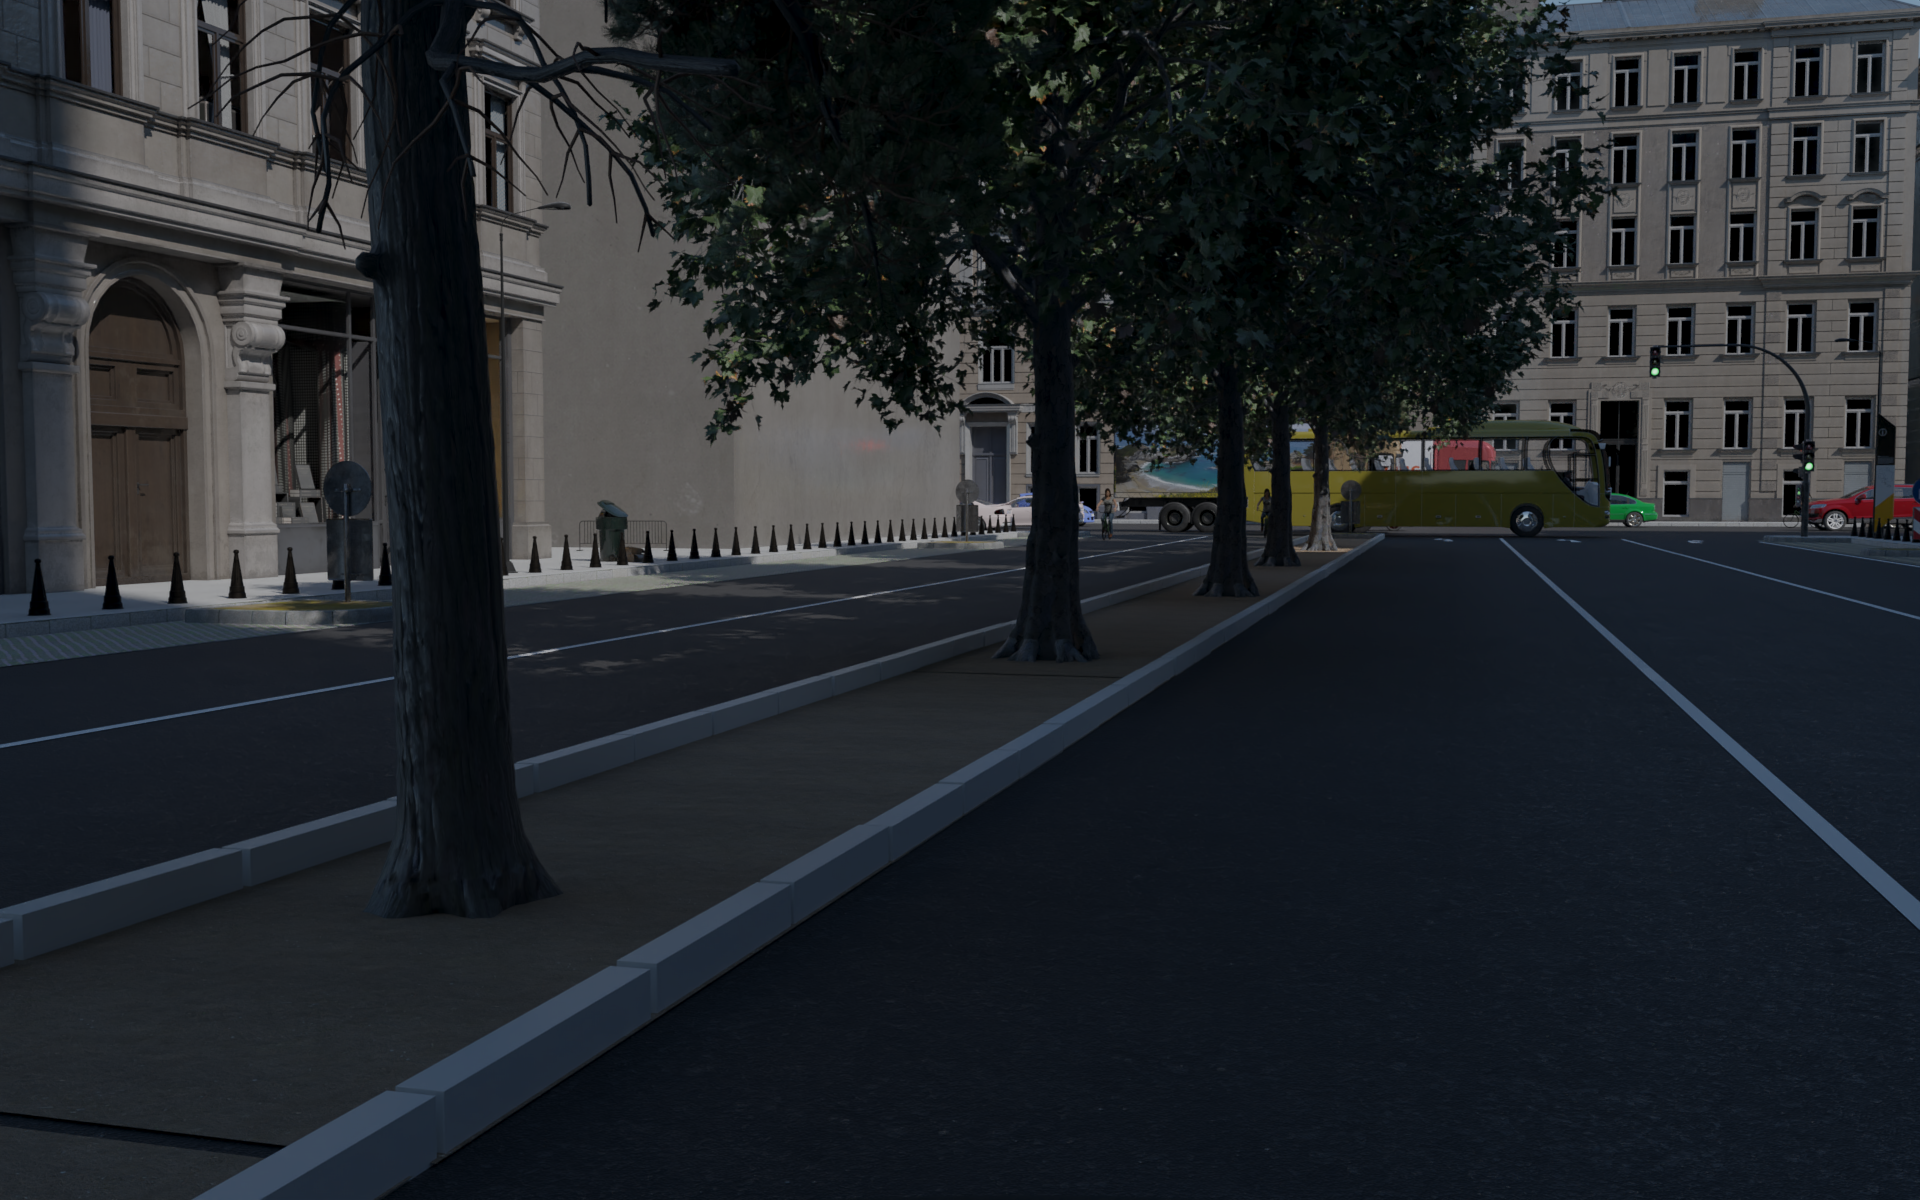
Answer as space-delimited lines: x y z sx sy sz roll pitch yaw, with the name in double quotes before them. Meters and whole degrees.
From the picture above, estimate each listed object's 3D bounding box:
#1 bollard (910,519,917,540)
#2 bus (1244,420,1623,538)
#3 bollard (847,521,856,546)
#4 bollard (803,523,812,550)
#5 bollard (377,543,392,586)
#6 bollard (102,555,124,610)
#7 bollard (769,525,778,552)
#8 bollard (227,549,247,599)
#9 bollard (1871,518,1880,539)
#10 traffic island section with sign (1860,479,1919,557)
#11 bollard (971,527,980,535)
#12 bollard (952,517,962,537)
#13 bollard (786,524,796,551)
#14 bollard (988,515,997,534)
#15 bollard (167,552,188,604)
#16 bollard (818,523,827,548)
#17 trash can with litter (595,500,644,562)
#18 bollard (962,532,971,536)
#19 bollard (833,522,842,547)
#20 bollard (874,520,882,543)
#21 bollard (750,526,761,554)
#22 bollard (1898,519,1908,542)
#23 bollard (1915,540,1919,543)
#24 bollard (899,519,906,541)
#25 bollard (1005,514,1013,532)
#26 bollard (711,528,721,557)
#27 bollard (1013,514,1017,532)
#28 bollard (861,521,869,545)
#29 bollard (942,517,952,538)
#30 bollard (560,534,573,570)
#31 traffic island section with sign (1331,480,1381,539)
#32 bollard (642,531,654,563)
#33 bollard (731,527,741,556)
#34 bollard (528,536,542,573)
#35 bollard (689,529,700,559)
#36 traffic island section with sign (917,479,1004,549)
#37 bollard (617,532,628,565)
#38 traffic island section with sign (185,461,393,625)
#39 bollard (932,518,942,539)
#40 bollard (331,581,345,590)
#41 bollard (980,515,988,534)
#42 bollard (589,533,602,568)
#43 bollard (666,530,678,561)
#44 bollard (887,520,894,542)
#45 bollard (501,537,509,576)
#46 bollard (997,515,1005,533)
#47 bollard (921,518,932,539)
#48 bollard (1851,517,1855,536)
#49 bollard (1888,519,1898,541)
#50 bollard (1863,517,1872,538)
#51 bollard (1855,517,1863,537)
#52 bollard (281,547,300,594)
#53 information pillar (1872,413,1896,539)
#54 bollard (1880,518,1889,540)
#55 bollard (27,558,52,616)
"bollard" -1.292 -1.960 48.081 0.229 0.601 0.229 0 3 0
"bus" 15.866 -4.121 58.925 12.252 3.916 2.896 1 4 16
"bollard" -2.700 -1.655 43.109 0.229 0.601 0.229 0 3 0
"bollard" -3.543 -1.474 40.144 0.229 0.601 0.229 0 3 0
"bollard" -8.051 -0.503 24.264 0.229 0.601 0.229 0 3 0
"bollard" -9.454 -0.200 19.308 0.229 0.601 0.229 0 3 0
"bollard" -4.109 -1.352 38.149 0.229 0.601 0.229 0 3 0
"bollard" -8.891 -0.321 21.290 0.229 0.601 0.229 0 3 0
"bollard" 26.294 -2.050 49.551 0.229 0.601 0.229 0 3 0
"traffic island section with sign" 21.951 -1.911 39.873 1.989 1.847 2.006 1 4 16
"bollard" 0.403 -2.324 54.042 0.229 0.601 0.229 0 3 0
"bollard" -0.169 -2.202 52.045 0.229 0.601 0.229 0 3 0
"bollard" -3.819 -1.414 39.155 0.229 0.601 0.229 0 3 0
"bollard" 0.972 -2.447 56.050 0.229 0.601 0.229 0 3 0
"bollard" -9.178 -0.260 20.299 0.229 0.601 0.229 0 3 0
"bollard" -3.267 -1.535 41.135 0.229 0.601 0.229 0 3 0
"trash can with litter" -6.386 -1.313 32.860 1.055 1.170 0.624 2 4 25
"bollard" 0.116 -2.263 53.038 0.229 0.601 0.229 0 3 0
"bollard" -2.980 -1.595 42.121 0.229 0.601 0.229 0 3 0
"bollard" -2.141 -1.777 45.101 0.229 0.601 0.229 0 3 0
"bollard" -4.389 -1.292 37.162 0.229 0.601 0.229 0 3 0
"bollard" 25.447 -1.866 46.556 0.229 0.601 0.229 0 3 0
"bollard" 25.165 -1.806 45.563 0.229 0.601 0.229 0 3 0
"bollard" -1.568 -1.899 47.092 0.229 0.601 0.229 0 3 0
"bollard" 1.539 -2.569 58.037 0.229 0.601 0.229 0 3 0
"bollard" -4.957 -1.169 35.159 0.229 0.601 0.229 0 3 0
"bollard" 1.821 -2.630 59.042 0.229 0.601 0.229 0 3 0
"bollard" -2.420 -1.716 44.096 0.229 0.601 0.229 0 3 0
"bollard" -0.448 -2.142 51.056 0.229 0.601 0.229 0 3 0
"bollard" -6.641 -0.806 29.224 0.229 0.601 0.229 0 3 0
"traffic island section with sign" 12.579 -2.925 55.956 2.006 1.907 1.989 1 4 16
"bollard" -5.800 -0.988 32.191 0.229 0.601 0.229 0 3 0
"bollard" -4.676 -1.230 36.160 0.229 0.601 0.229 0 3 0
"bollard" -6.928 -0.745 28.229 0.229 0.601 0.229 0 3 0
"bollard" -5.241 -1.109 34.172 0.229 0.601 0.229 0 3 0
"traffic island section with sign" 0.092 -2.287 46.025 1.989 1.847 2.006 1 4 16
"bollard" -6.085 -0.927 31.205 0.229 0.601 0.229 0 3 0
"traffic island section with sign" -7.363 -0.683 19.803 1.989 1.847 2.006 1 4 16
"bollard" -0.729 -2.081 50.059 0.229 0.601 0.229 0 3 0
"bollard" -8.338 -0.442 23.269 0.229 0.601 0.229 0 3 0
"bollard" 0.685 -2.385 55.039 0.229 0.601 0.229 0 3 0
"bollard" -6.362 -0.867 30.213 0.229 0.601 0.229 0 3 0
"bollard" -5.518 -1.048 33.179 0.229 0.601 0.229 0 3 0
"bollard" -1.851 -1.838 46.097 0.229 0.601 0.229 0 3 0
"bollard" -7.212 -0.685 27.234 0.229 0.601 0.229 0 3 0
"bollard" 1.256 -2.508 57.050 0.229 0.601 0.229 0 3 0
"bollard" -1.009 -2.020 49.071 0.229 0.601 0.229 0 3 0
"bollard" 27.140 -2.232 52.531 0.229 0.601 0.229 0 3 0
"bollard" 25.727 -1.927 47.554 0.229 0.601 0.229 0 3 0
"bollard" 26.580 -2.111 50.555 0.229 0.601 0.229 0 3 0
"bollard" 26.859 -2.171 51.543 0.229 0.601 0.229 0 3 0
"bollard" -8.615 -0.382 22.281 0.229 0.601 0.229 0 3 0
"information pillar" 26.622 -3.578 49.851 0.504 3.616 0.183 3 5 42
"bollard" 26.011 -1.988 48.540 0.229 0.601 0.229 0 3 0
"bollard" -9.740 -0.139 18.307 0.229 0.601 0.229 0 3 0
